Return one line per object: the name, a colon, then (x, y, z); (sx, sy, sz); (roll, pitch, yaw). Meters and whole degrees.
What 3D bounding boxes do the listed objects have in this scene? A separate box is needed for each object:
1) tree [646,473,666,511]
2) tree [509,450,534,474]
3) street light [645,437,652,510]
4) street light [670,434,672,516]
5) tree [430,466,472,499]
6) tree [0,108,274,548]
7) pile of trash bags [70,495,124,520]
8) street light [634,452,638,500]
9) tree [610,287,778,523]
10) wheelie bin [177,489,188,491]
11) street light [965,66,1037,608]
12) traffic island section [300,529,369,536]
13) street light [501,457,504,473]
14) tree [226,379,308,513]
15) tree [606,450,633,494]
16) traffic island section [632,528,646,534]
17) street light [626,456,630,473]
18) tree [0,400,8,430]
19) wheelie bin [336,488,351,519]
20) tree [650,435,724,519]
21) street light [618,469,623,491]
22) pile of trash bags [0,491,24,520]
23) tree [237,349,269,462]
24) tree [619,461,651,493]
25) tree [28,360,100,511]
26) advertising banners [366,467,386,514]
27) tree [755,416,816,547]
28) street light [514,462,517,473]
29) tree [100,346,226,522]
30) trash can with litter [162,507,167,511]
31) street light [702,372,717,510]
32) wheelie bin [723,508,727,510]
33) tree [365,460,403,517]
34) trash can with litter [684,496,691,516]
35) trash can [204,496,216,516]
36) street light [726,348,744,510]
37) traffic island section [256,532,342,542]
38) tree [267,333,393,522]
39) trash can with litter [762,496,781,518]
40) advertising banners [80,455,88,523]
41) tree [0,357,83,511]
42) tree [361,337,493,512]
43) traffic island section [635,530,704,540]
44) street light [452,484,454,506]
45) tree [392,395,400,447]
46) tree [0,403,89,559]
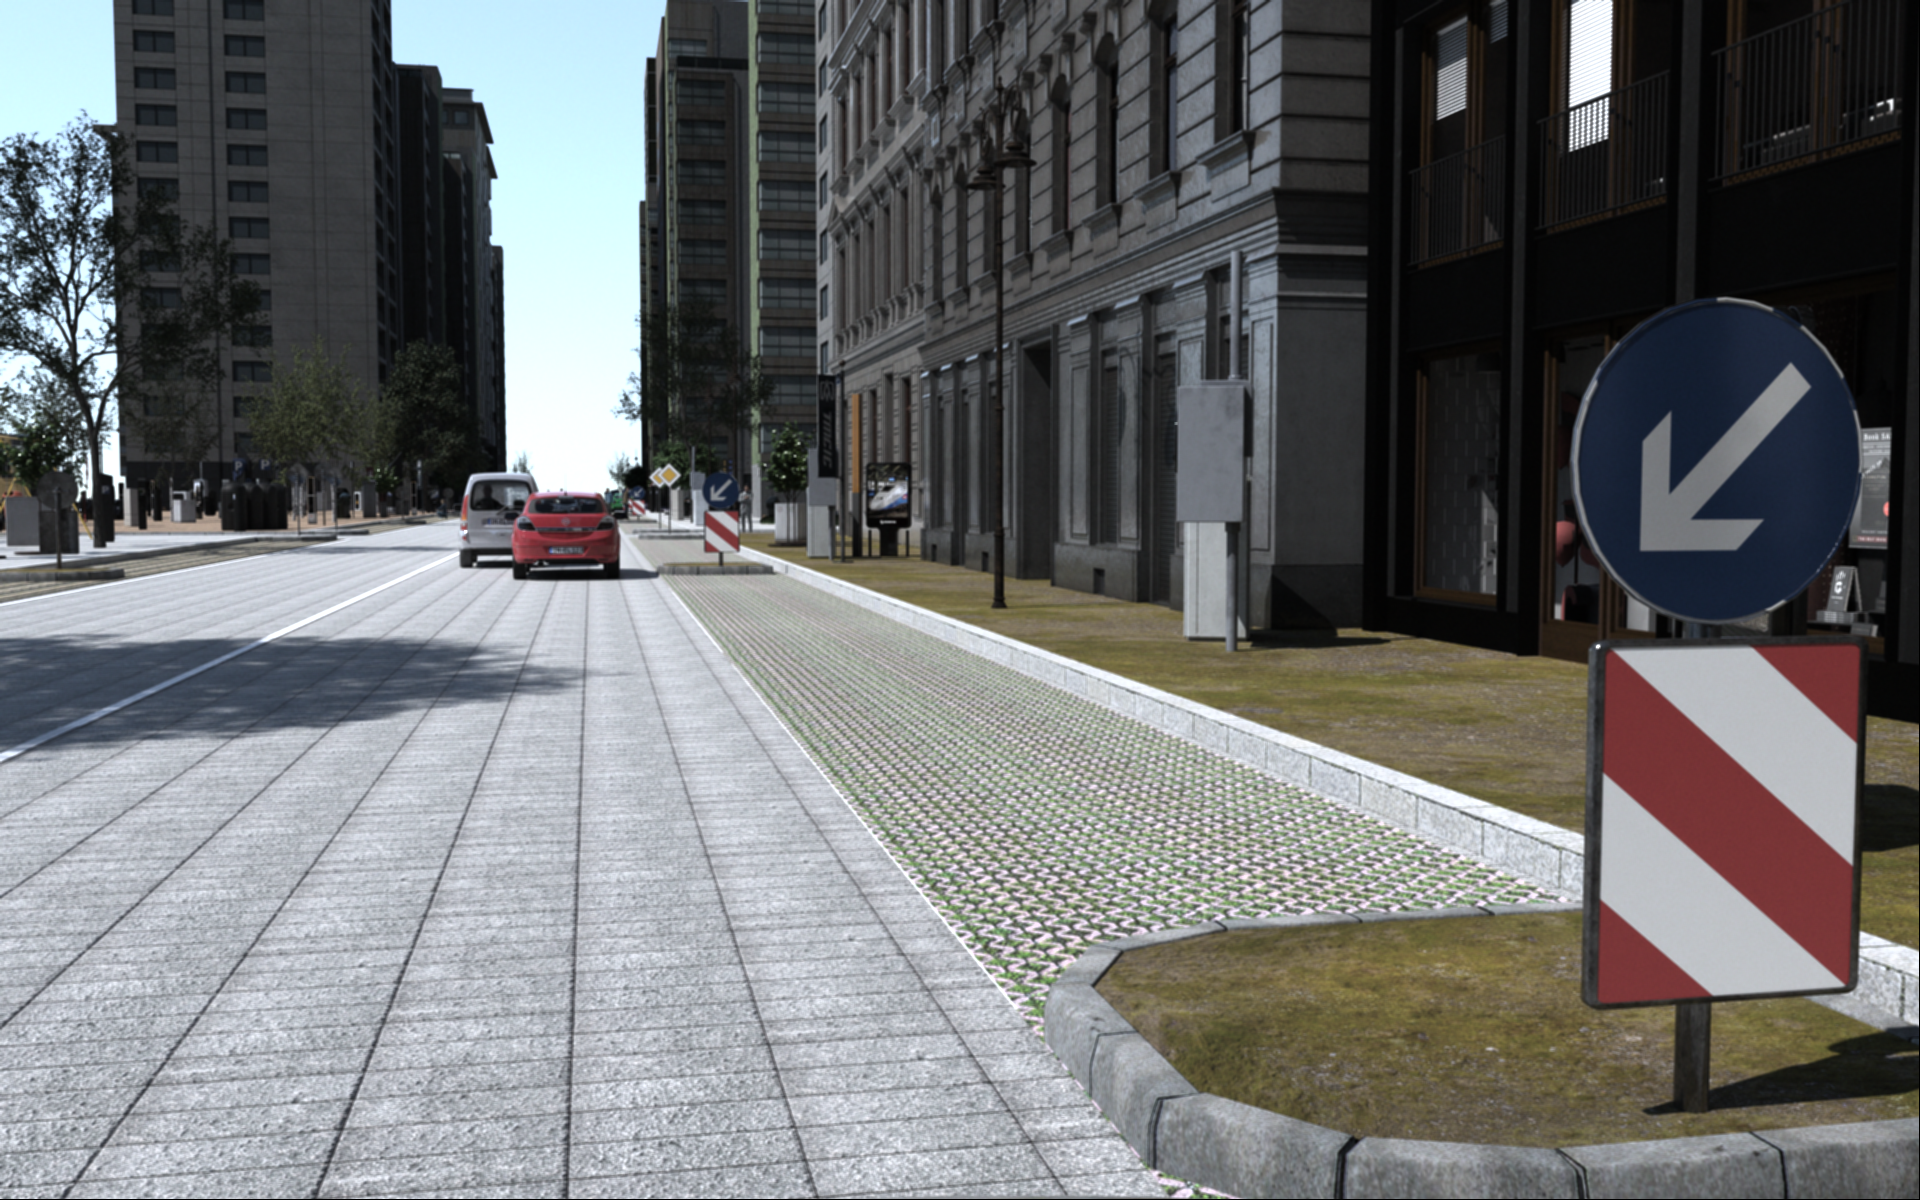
tree: (-23.119, -8.382, 131.653); (1.663, 3.219, 1.824); (0, 3, 0)
tree: (-71.225, -20.240, 281.284); (4.360, 8.622, 3.978); (0, 3, 0)
street light: (-25.539, -10.325, 141.599); (0.468, 5.910, 1.993); (-1, 4, -12)
street light: (-16.833, -7.849, 101.121); (0.468, 5.910, 1.993); (-1, 4, -12)
tree: (-41.285, -9.608, 140.805); (4.285, 4.588, 4.351); (0, 3, 0)
tree: (-20.560, -6.543, 41.389); (8.767, 10.594, 7.601); (0, 4, -7)
pile of trash bags: (-41.860, -4.653, 85.833); (3.447, 1.369, 1.912); (1, 4, 17)
street light: (-32.991, -12.463, 176.564); (0.468, 5.910, 1.993); (-1, 4, -12)
tree: (-11.759, -8.740, 77.319); (8.767, 10.594, 7.601); (1, 4, 17)
wheelie bin: (-50.497, -6.403, 112.598); (0.980, 1.594, 0.693); (-1, 4, -18)
street light: (0.441, -2.846, 19.323); (0.468, 5.910, 1.993); (-1, 4, -12)
traffic island section: (-22.002, -2.372, 61.065); (2.009, 0.180, 2.903); (-1, 4, -12)
street light: (-57.435, -14.972, 217.575); (0.468, 5.910, 1.993); (-1, 4, -12)
tree: (-43.875, -9.785, 110.343); (4.360, 8.622, 3.978); (0, 3, 0)
tree: (-56.137, -20.514, 285.772); (4.360, 8.622, 3.978); (0, 3, 0)
traffic island section: (-10.956, -2.515, 63.400); (2.009, 0.180, 2.903); (-1, 4, -12)
street light: (-42.851, -15.314, 223.164); (0.468, 5.910, 1.993); (-1, 4, -12)
tree: (-61.435, -9.600, 107.328); (4.360, 8.622, 3.978); (0, 3, 0)
wheelie bin: (-32.302, -5.057, 90.596); (0.980, 1.594, 0.693); (1, 4, 22)
tree: (-14.698, -6.849, 95.695); (4.285, 4.588, 4.351); (0, 3, 0)
street light: (-50.345, -17.452, 258.120); (0.468, 5.910, 1.993); (-1, 4, -12)
pile of trash bags: (-28.760, -2.501, 50.651); (3.447, 1.369, 1.912); (1, 4, 17)
tree: (-32.681, -8.180, 84.100); (4.737, 8.622, 4.395); (0, 3, 0)
tree: (-31.858, -11.506, 171.830); (4.285, 4.588, 4.351); (0, 3, 0)
tree: (-45.690, -8.512, 89.539); (4.360, 8.622, 3.978); (0, 3, 0)
advertising banners: (-37.808, -7.171, 113.430); (2.074, 3.025, 0.090); (-2, 4, -29)
tree: (-4.281, -3.063, 44.688); (1.663, 3.219, 1.824); (0, 3, 0)
street light: (-64.795, -17.111, 252.559); (0.468, 5.910, 1.993); (-1, 4, -12)
tree: (-36.770, -7.930, 80.022); (4.360, 8.622, 3.978); (0, 3, 0)
trash can with litter: (-59.934, -7.247, 129.874); (1.055, 1.170, 0.624); (-1, 4, -18)
street light: (-9.453, -5.666, 65.422); (0.468, 5.910, 1.993); (-1, 4, -12)
wheelie bin: (-14.724, -6.076, 107.247); (0.980, 1.594, 0.693); (0, 4, 0)
tree: (-32.765, -6.294, 97.508); (1.663, 3.219, 1.824); (0, 3, 0)
trash can with litter: (-15.803, -5.315, 98.287); (1.055, 1.170, 0.624); (0, 4, -2)
trash can: (-44.236, -5.536, 102.165); (0.748, 1.137, 0.748); (0, 3, 0)
street light: (-7.139, -5.028, 54.992); (0.468, 5.910, 1.993); (-1, 4, -12)
traffic island section: (-20.341, -1.894, 53.254); (2.009, 0.180, 2.903); (-1, 4, -12)
tree: (-28.542, -7.852, 78.739); (4.737, 8.622, 4.395); (0, 3, 0)
trash can with litter: (-8.884, -4.270, 81.196); (0.624, 1.170, 1.055); (2, 4, 26)
advertising banners: (-39.245, -4.981, 77.634); (0.090, 3.025, 2.074); (-2, 4, -35)
tree: (-49.273, -8.758, 93.557); (4.737, 8.622, 4.395); (0, 3, 0)
tree: (-38.889, -12.799, 126.274); (9.611, 12.733, 9.660); (0, 3, 0)
traffic island section: (-9.295, -2.037, 55.589); (2.009, 0.180, 2.903); (-1, 4, -12)
street light: (-40.238, -10.065, 137.348); (0.468, 5.910, 1.993); (-1, 4, -12)
tree: (-39.741, -10.224, 117.518); (4.737, 8.622, 4.395); (0, 3, 0)
tree: (-19.464, -2.587, 36.892); (1.663, 3.219, 1.824); (0, 3, 0)
